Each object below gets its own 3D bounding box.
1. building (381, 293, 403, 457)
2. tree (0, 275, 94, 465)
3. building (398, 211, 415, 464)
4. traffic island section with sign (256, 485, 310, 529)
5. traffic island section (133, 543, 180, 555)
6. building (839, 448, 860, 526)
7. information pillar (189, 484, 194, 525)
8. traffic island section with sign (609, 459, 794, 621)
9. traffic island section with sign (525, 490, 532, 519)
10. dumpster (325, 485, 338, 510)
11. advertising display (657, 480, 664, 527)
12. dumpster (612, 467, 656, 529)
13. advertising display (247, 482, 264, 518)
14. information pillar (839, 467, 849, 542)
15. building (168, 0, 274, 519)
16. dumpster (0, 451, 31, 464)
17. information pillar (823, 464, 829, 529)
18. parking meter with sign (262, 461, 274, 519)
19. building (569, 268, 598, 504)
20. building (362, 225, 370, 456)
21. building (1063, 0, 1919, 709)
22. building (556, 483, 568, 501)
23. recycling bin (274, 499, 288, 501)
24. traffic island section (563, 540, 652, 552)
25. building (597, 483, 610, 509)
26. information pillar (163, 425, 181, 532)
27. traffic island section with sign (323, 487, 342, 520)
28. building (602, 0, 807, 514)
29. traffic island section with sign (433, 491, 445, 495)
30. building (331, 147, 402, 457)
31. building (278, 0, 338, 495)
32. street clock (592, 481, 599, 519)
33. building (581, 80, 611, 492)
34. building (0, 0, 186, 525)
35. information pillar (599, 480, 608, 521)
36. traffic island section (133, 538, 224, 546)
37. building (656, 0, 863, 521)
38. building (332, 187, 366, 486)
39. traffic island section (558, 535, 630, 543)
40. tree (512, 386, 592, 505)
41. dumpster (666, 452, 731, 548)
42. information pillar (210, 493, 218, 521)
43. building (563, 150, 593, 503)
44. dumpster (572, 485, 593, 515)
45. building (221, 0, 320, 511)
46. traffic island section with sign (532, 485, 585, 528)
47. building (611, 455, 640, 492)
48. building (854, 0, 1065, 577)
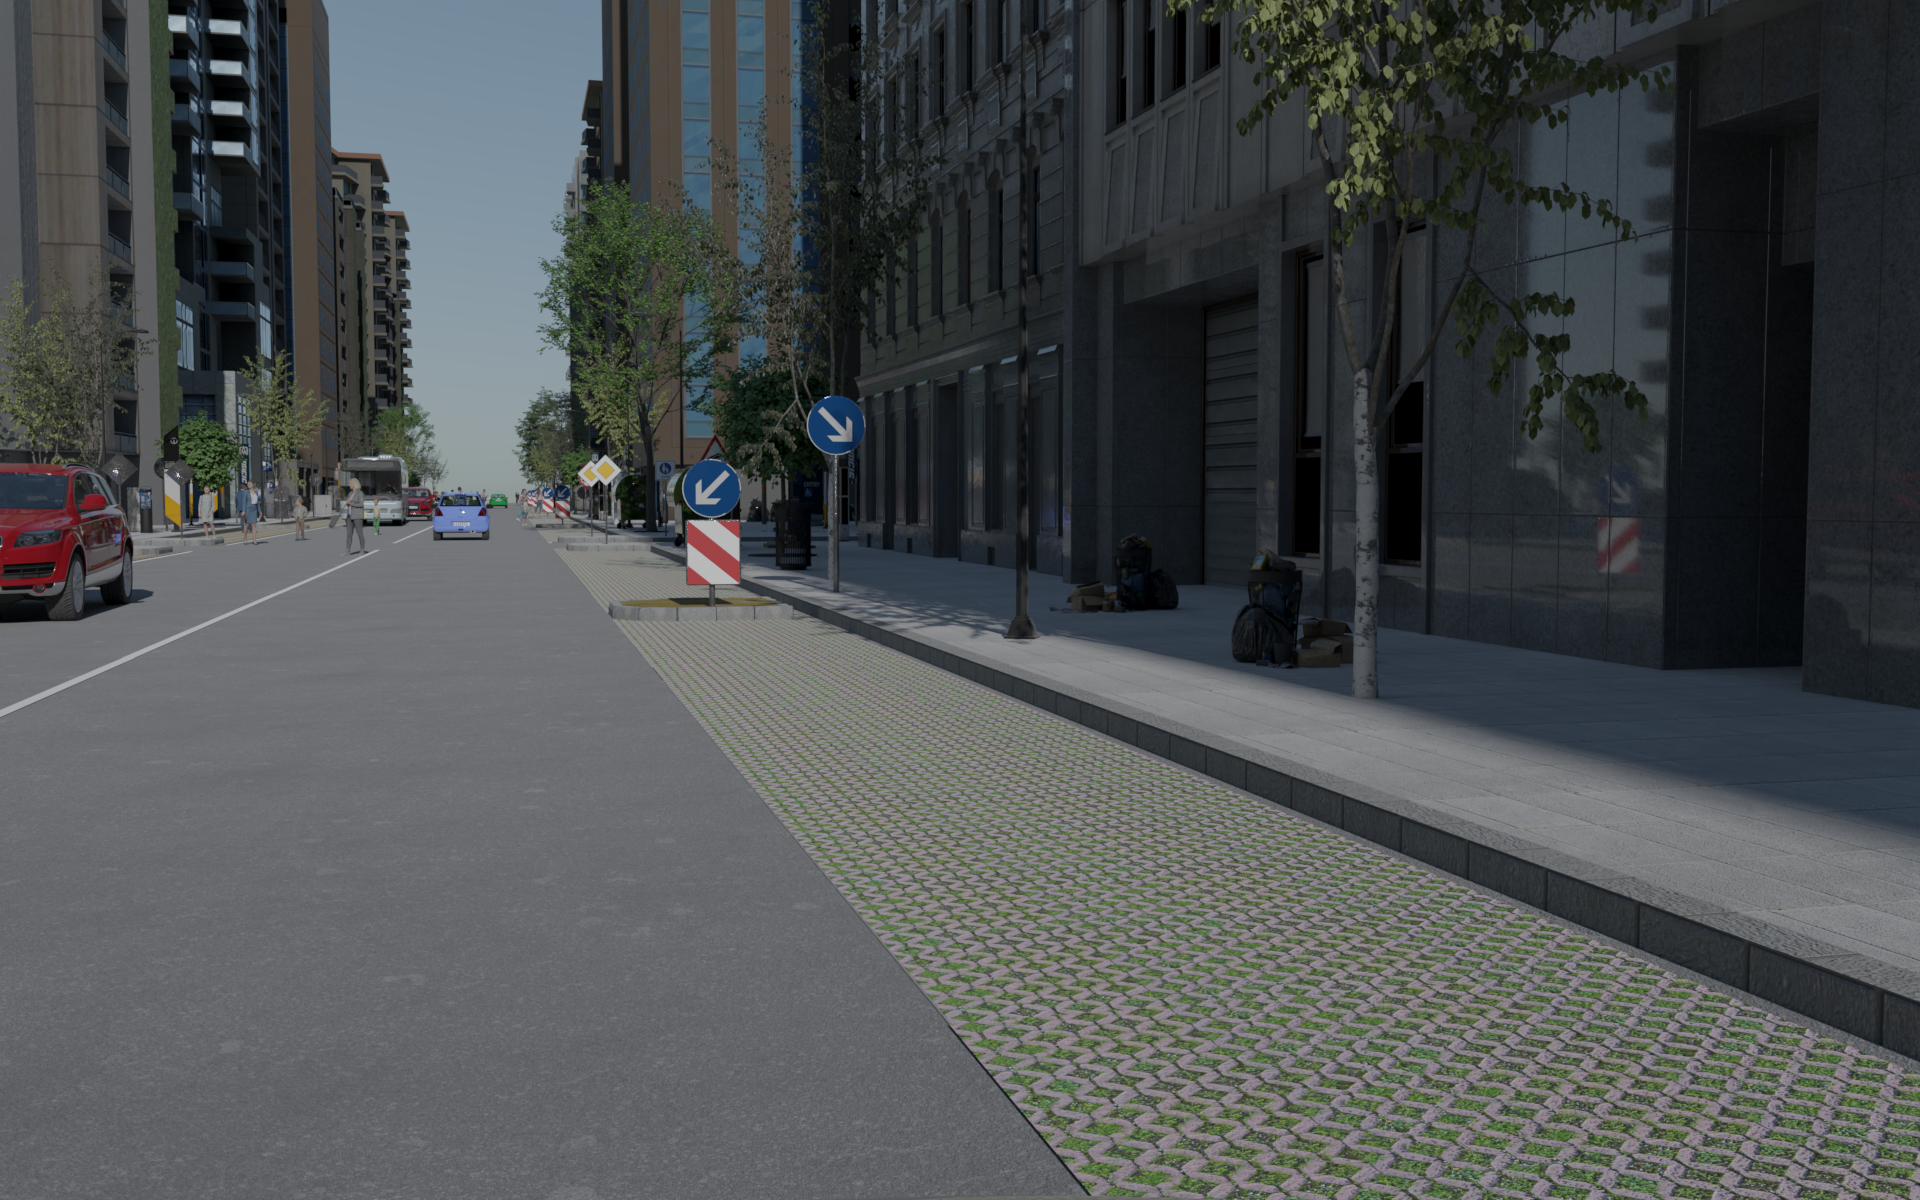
[{"bbox_3d":[-84.466,-28.512,237.871,14.160,30.474,14.107,-1,4,-15],"label":"building"},{"bbox_3d":[-30.974,-6.593,58.164,4.737,8.622,4.395,0,3,0],"label":"tree"},{"bbox_3d":[-93.285,-36.868,257.410,22.147,44.769,28.867,-1,4,-15],"label":"building"},{"bbox_3d":[-27.918,-3.835,71.338,1.989,1.847,2.006,-1,4,-15],"label":"traffic island section with sign"},{"bbox_3d":[-20.094,-1.172,41.449,2.009,0.180,2.903,-1,4,-15],"label":"traffic island section"},{"bbox_3d":[9.544,-25.368,69.392,28.867,44.769,22.147,-1,4,-15],"label":"building"},{"bbox_3d":[-31.582,-4.876,71.078,0.183,3.616,0.504,-2,4,-29],"label":"information pillar"},{"bbox_3d":[-3.100,-0.716,20.337,1.989,1.847,2.006,-1,4,-15],"label":"traffic island section with sign"},{"bbox_3d":[-23.979,-5.601,100.209,1.989,1.847,2.006,-1,4,-15],"label":"traffic island section with sign"},{"bbox_3d":[-41.508,-6.685,115.062,1.264,1.857,1.865,-1,4,-14],"label":"dumpster"},{"bbox_3d":[-11.619,-3.788,67.146,0.123,1.923,0.974,0,4,-1],"label":"advertising display"},{"bbox_3d":[-11.919,-3.725,63.401,1.502,2.255,1.985,-1,4,-15],"label":"dumpster"},{"bbox_3d":[-37.536,-5.325,92.285,0.123,1.923,0.974,2,4,26],"label":"advertising display"},{"bbox_3d":[-3.199,-2.584,46.734,0.304,2.012,0.304,-3,5,-42],"label":"information pillar"},{"bbox_3d":[-52.682,-48.196,100.684,22.319,86.520,31.000,-1,4,-15],"label":"building"},{"bbox_3d":[-21.682,-2.244,39.186,1.502,2.255,1.985,-1,4,-15],"label":"dumpster"},{"bbox_3d":[-4.937,-4.455,64.197,0.183,3.616,0.504,1,4,12],"label":"information pillar"},{"bbox_3d":[-36.253,-5.784,90.828,0.543,3.016,1.738,-2,4,-27],"label":"parking meter with sign"},{"bbox_3d":[-42.666,-27.498,221.297,14.160,30.474,14.107,-1,4,-15],"label":"building"},{"bbox_3d":[-67.529,-24.619,174.214,14.160,30.474,14.107,-1,4,-15],"label":"building"},{"bbox_3d":[9.800,-12.118,16.152,12.078,24.808,19.932,-1,4,-15],"label":"building"},{"bbox_3d":[-47.087,-35.488,272.105,32.217,40.220,23.993,-1,4,-15],"label":"building"},{"bbox_3d":[-38.512,-5.229,98.049,0.722,1.027,0.722,-3,5,-41],"label":"recycling bin"},{"bbox_3d":[-9.021,-1.348,44.326,2.009,0.180,2.903,-1,4,-15],"label":"traffic island section"},{"bbox_3d":[-17.058,-28.597,159.436,32.217,40.220,23.993,-1,4,-15],"label":"building"},{"bbox_3d":[-26.470,-4.090,58.228,0.504,3.616,0.183,-1,4,-22],"label":"information pillar"},{"bbox_3d":[-34.741,-5.431,97.418,1.989,1.847,2.006,-1,4,-15],"label":"traffic island section with sign"},{"bbox_3d":[-20.927,-29.843,138.049,14.600,45.320,14.200,-1,4,-15],"label":"building"},{"bbox_3d":[-68.283,-13.287,225.873,1.989,1.847,2.006,-1,4,-15],"label":"traffic island section with sign"},{"bbox_3d":[-82.408,-34.270,214.931,22.147,44.769,28.867,-1,4,-15],"label":"building"},{"bbox_3d":[-60.614,-30.299,145.507,14.600,45.320,14.200,-1,4,-15],"label":"building"},{"bbox_3d":[-18.709,-5.150,88.777,0.358,2.002,0.471,2,4,28],"label":"street clock"},{"bbox_3d":[-28.639,-32.410,184.531,22.147,44.769,28.867,-1,4,-15],"label":"building"},{"bbox_3d":[-38.928,-23.398,66.145,14.154,41.232,14.086,-1,4,-15],"label":"building"},{"bbox_3d":[-17.142,-4.815,83.219,0.304,2.012,0.304,2,4,24],"label":"information pillar"},{"bbox_3d":[-22.112,-1.645,49.176,2.009,0.180,2.903,-1,4,-15],"label":"traffic island section"},{"bbox_3d":[-9.678,-26.891,89.775,14.600,45.320,14.200,-1,4,-15],"label":"building"},{"bbox_3d":[-63.674,-23.790,160.665,14.160,30.474,14.107,-1,4,-15],"label":"building"},{"bbox_3d":[-11.039,-1.821,52.053,2.009,0.180,2.903,-1,4,-15],"label":"traffic island section"},{"bbox_3d":[-48.317,-18.308,205.985,9.857,13.997,8.962,0,3,0],"label":"tree"},{"bbox_3d":[-6.186,-2.383,41.459,1.502,2.255,1.985,-1,4,-15],"label":"dumpster"},{"bbox_3d":[-35.899,-5.608,83.038,0.504,3.616,0.183,-3,5,-44],"label":"information pillar"},{"bbox_3d":[-44.024,-38.183,243.902,23.786,49.044,30.456,-1,4,-15],"label":"building"},{"bbox_3d":[-23.346,-6.216,107.393,1.264,1.857,1.865,-1,4,-15],"label":"dumpster"},{"bbox_3d":[-59.055,-42.128,127.053,20.563,71.187,20.611,-1,4,-15],"label":"building"},{"bbox_3d":[-17.038,-3.978,73.668,1.989,1.847,2.006,-1,4,-15],"label":"traffic island section with sign"},{"bbox_3d":[-12.518,-41.358,114.452,20.563,71.187,20.611,-1,4,-15],"label":"building"},{"bbox_3d":[4.271,-11.338,34.530,9.793,20.994,18.267,-1,4,-15],"label":"building"}]
